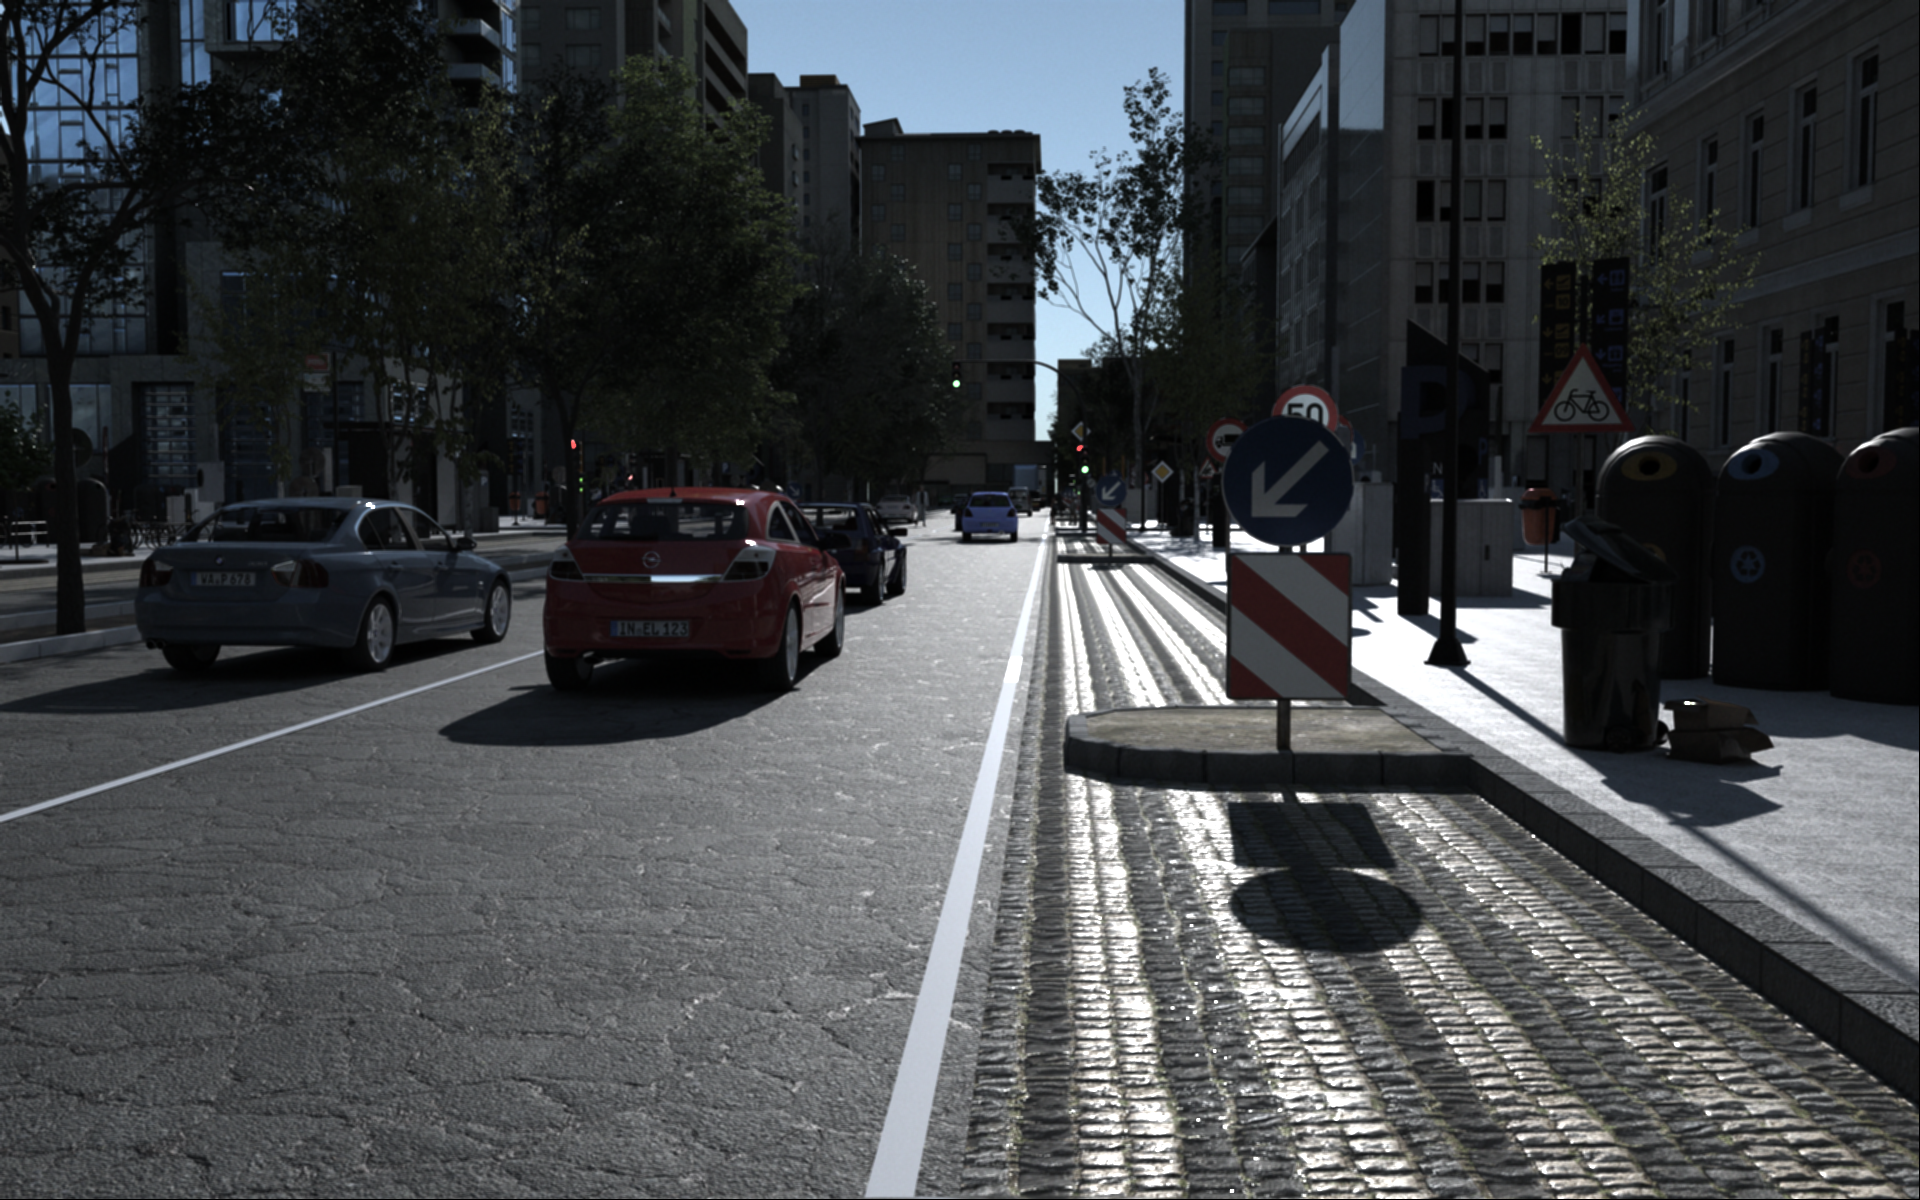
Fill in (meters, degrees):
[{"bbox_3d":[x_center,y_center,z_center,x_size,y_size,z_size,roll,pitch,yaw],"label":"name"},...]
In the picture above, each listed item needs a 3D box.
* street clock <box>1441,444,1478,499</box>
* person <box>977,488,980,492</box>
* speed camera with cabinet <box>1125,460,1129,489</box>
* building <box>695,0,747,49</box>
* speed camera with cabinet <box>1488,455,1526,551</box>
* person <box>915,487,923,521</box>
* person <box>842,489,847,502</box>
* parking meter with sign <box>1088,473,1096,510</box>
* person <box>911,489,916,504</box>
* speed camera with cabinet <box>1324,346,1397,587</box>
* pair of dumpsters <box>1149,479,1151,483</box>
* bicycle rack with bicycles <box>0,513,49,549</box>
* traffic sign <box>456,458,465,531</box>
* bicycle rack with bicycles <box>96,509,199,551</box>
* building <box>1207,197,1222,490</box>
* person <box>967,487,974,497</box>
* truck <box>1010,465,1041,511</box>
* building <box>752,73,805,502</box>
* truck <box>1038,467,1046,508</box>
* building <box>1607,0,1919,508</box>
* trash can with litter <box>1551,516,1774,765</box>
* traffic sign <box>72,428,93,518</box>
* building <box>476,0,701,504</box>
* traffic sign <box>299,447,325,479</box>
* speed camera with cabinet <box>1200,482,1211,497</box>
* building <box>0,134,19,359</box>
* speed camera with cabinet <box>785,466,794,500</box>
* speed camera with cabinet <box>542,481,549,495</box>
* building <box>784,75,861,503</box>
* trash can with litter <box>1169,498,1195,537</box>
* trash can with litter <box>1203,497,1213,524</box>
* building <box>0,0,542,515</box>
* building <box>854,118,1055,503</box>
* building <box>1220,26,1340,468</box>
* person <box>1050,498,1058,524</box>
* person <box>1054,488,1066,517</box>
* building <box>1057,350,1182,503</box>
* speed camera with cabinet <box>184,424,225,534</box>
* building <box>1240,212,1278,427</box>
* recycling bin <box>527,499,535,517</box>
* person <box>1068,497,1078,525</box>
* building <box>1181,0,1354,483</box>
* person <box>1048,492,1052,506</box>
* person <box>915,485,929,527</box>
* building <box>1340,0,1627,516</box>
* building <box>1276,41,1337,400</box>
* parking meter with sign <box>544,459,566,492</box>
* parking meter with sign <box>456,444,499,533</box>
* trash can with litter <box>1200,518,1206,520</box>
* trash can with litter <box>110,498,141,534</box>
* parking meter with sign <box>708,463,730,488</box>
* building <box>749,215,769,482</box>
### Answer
[{"bbox_3d":[7.179,-1.245,24.931,0.471,2.002,0.358,-1,4,-9],"label":"street clock"},{"bbox_3d":[1.120,-6.031,107.063,0.822,1.834,0.622,-3,5,-41],"label":"person"},{"bbox_3d":[10.323,-6.428,99.429,2.038,3.252,0.660,3,4,38],"label":"speed camera with cabinet"},{"bbox_3d":[-31.262,-32.478,154.709,21.300,48.544,21.600,0,4,3],"label":"building"},{"bbox_3d":[12.427,-2.799,40.102,0.660,3.252,2.038,0,4,-6],"label":"speed camera with cabinet"},{"bbox_3d":[-2.143,-5.151,92.695,0.573,1.828,0.580,-1,4,-14],"label":"person"},{"bbox_3d":[-8.020,-6.814,120.459,0.362,1.759,0.519,0,4,7],"label":"person"},{"bbox_3d":[10.694,-8.763,139.541,0.543,3.016,1.738,-1,4,-23],"label":"parking meter with sign"},{"bbox_3d":[-2.530,-5.383,97.183,0.598,1.740,0.731,-3,5,-41],"label":"person"},{"bbox_3d":[5.313,-1.811,23.952,0.660,3.252,2.038,3,4,38],"label":"speed camera with cabinet"},{"bbox_3d":[11.691,-6.184,103.602,1.574,2.255,4.437,0,4,3],"label":"pair of dumpsters"},{"bbox_3d":[-23.058,-1.679,40.826,2.852,0.926,2.925,0,4,-1],"label":"bicycle rack with bicycles"},{"bbox_3d":[-17.495,-3.682,60.309,0.768,2.556,0.104,0,4,4],"label":"traffic sign"},{"bbox_3d":[-18.514,-1.616,39.796,2.852,0.926,2.925,2,4,27],"label":"bicycle rack with bicycles"},{"bbox_3d":[31.214,-24.363,170.041,14.160,30.474,14.107,0,4,3],"label":"building"},{"bbox_3d":[0.778,-6.224,110.043,0.659,1.850,0.755,-1,4,-16],"label":"person"},{"bbox_3d":[5.801,-9.986,153.036,2.967,4.110,18.799,0,4,2],"label":"truck"},{"bbox_3d":[-29.753,-35.102,197.625,21.600,48.544,21.300,0,4,3],"label":"building"},{"bbox_3d":[7.743,-11.840,182.497,2.839,4.237,11.283,0,4,1],"label":"truck"},{"bbox_3d":[22.899,-15.232,34.949,13.634,28.700,20.117,0,4,3],"label":"building"},{"bbox_3d":[3.497,0.169,8.617,0.624,1.170,1.055,-3,5,-42],"label":"trash can with litter"},{"bbox_3d":[-17.063,-2.035,33.381,0.768,2.556,0.104,1,4,10],"label":"traffic sign"},{"bbox_3d":[-27.731,-27.222,128.672,14.154,41.232,14.086,0,4,3],"label":"building"},{"bbox_3d":[-17.493,-2.854,46.762,0.768,2.556,0.104,1,4,10],"label":"traffic sign"},{"bbox_3d":[18.856,-8.657,135.877,0.660,3.252,2.038,-2,4,-25],"label":"speed camera with cabinet"},{"bbox_3d":[-65.424,-15.192,93.421,28.899,21.520,27.650,0,4,3],"label":"building"},{"bbox_3d":[-11.764,-7.735,120.799,0.660,3.252,2.038,0,4,3],"label":"speed camera with cabinet"},{"bbox_3d":[-28.699,-7.536,117.549,0.660,3.252,2.038,1,4,23],"label":"speed camera with cabinet"},{"bbox_3d":[-28.507,-43.142,247.376,28.212,58.520,21.231,0,4,3],"label":"building"},{"bbox_3d":[6.655,-2.492,52.139,0.624,1.170,1.055,-2,4,-27],"label":"trash can with litter"},{"bbox_3d":[10.763,-3.843,74.224,0.624,1.170,1.055,1,4,13],"label":"trash can with litter"},{"bbox_3d":[-36.797,-47.761,93.568,22.319,86.520,31.000,0,4,3],"label":"building"},{"bbox_3d":[0.055,-40.448,250.564,27.495,52.752,28.713,0,4,3],"label":"building"},{"bbox_3d":[30.384,-28.873,155.664,14.154,41.232,14.086,0,4,3],"label":"building"},{"bbox_3d":[4.412,-4.175,81.430,0.362,1.253,0.373,-3,5,-44],"label":"person"},{"bbox_3d":[6.273,-6.193,109.718,0.822,1.834,0.622,0,4,7],"label":"person"},{"bbox_3d":[28.496,-24.683,248.610,28.899,21.520,27.650,0,4,3],"label":"building"},{"bbox_3d":[-21.449,-3.350,49.113,0.660,3.252,2.038,-3,4,-38],"label":"speed camera with cabinet"},{"bbox_3d":[28.960,-18.749,125.614,14.314,24.678,30.058,0,4,3],"label":"building"},{"bbox_3d":[-23.426,-5.066,95.388,0.722,1.027,0.722,0,4,-6],"label":"recycling bin"},{"bbox_3d":[5.262,-4.140,80.460,0.475,1.303,0.640,2,4,32],"label":"person"},{"bbox_3d":[35.091,-39.664,190.509,21.231,58.520,28.212,0,4,3],"label":"building"},{"bbox_3d":[10.540,-11.801,202.907,0.415,1.643,0.593,1,4,10],"label":"person"},{"bbox_3d":[-1.703,-4.151,76.248,0.514,1.842,0.818,-2,4,-27],"label":"person"},{"bbox_3d":[28.678,-16.092,81.128,19.932,24.808,12.078,0,4,3],"label":"building"},{"bbox_3d":[25.726,-17.277,100.497,12.078,24.808,19.932,0,4,3],"label":"building"},{"bbox_3d":[-19.715,-5.478,85.819,1.738,3.016,0.543,-1,4,-13],"label":"parking meter with sign"},{"bbox_3d":[-16.081,-3.755,57.656,1.738,3.016,0.543,2,4,32],"label":"parking meter with sign"},{"bbox_3d":[12.150,-4.619,86.573,2.233,1.210,1.678,-1,4,-18],"label":"trash can with litter"},{"bbox_3d":[-27.507,-2.763,56.239,1.678,1.210,2.233,-2,4,-35],"label":"trash can with litter"},{"bbox_3d":[-13.562,-6.084,95.728,0.543,3.016,1.738,3,5,42],"label":"parking meter with sign"},{"bbox_3d":[-27.193,-24.537,172.887,14.160,30.474,14.107,0,4,3],"label":"building"}]
